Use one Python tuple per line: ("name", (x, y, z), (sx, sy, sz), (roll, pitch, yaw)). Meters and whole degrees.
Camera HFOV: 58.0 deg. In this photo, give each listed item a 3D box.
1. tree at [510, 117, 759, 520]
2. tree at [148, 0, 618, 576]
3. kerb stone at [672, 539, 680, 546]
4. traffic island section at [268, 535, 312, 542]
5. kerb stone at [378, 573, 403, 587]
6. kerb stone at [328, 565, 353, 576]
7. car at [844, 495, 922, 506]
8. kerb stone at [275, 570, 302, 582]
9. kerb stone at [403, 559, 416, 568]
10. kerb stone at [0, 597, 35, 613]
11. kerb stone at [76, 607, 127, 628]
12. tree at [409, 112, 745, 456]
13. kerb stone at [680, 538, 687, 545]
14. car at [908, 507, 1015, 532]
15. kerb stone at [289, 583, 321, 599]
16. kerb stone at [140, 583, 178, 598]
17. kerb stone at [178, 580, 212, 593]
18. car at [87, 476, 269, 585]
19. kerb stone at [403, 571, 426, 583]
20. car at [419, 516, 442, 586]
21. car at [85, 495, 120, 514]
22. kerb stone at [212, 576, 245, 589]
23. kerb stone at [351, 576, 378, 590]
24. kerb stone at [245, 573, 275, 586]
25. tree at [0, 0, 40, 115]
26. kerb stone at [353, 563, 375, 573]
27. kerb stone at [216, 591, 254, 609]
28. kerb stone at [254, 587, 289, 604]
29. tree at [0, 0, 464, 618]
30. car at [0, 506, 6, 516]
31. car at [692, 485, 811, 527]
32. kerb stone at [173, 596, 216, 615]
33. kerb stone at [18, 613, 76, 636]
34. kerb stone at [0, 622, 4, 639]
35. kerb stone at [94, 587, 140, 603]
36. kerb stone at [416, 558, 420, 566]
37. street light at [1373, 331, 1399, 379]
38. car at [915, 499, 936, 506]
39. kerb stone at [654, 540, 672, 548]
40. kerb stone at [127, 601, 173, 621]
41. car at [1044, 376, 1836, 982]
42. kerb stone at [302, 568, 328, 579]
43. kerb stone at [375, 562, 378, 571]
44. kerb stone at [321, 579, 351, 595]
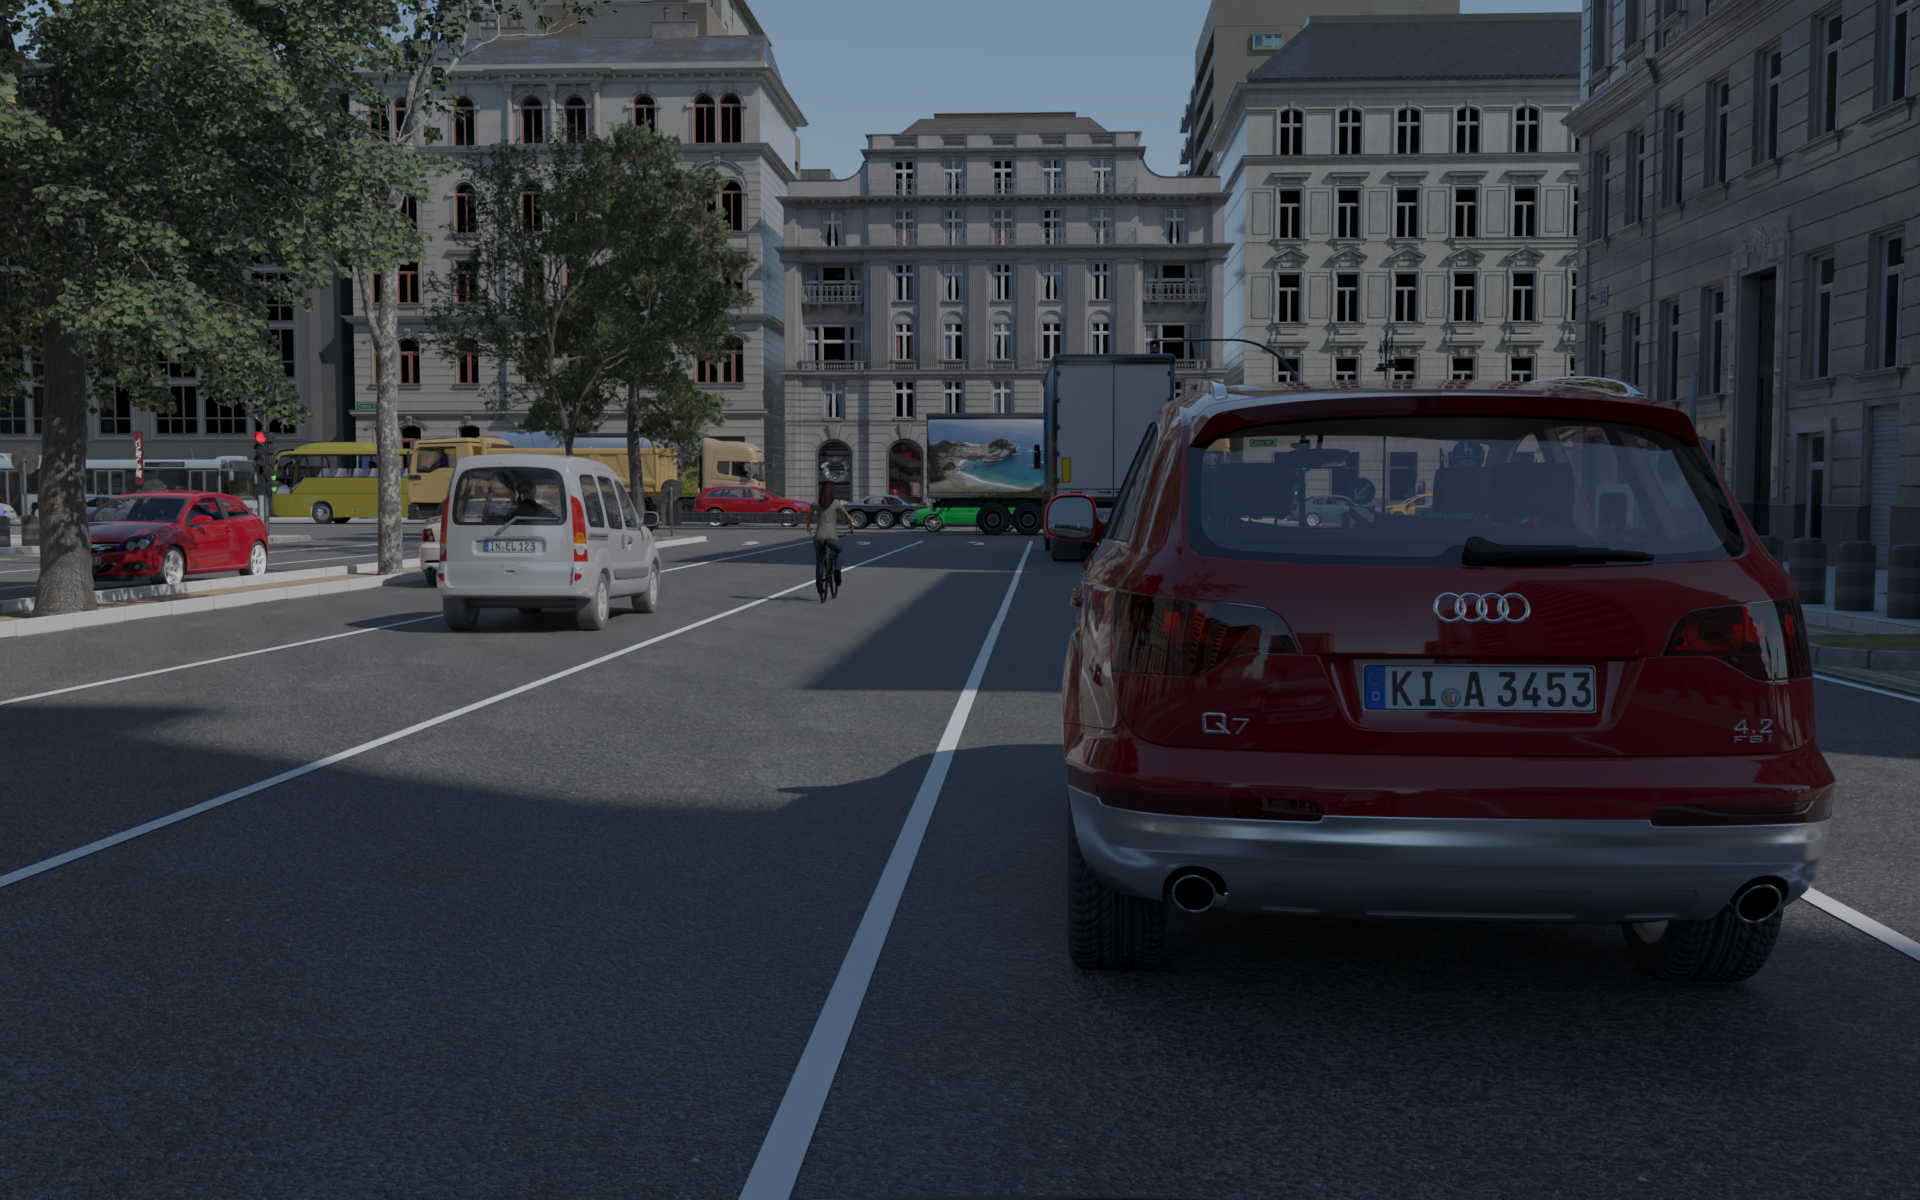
("tree", (-9.200, -7.600, 48.770), (6.751, 12.117, 7.091), (0, 3, 0))
("tree", (-11.164, -10.541, 30.693), (12.611, 20.169, 13.585), (0, 3, 0))
("kerb stone", (-7.967, -1.565, 47.786), (0.120, 0.150, 1.000), (0, 4, 3))
("traffic island section", (-20.971, -1.840, 52.372), (2.009, 0.180, 2.903), (0, 4, 3))
("kerb stone", (-9.043, -0.307, 27.209), (0.120, 0.150, 1.000), (0, 4, 3))
("kerb stone", (-10.974, -0.503, 30.422), (0.120, 0.150, 1.000), (0, 4, 3))
("car", (-3.020, -4.016, 77.658), (4.499, 1.417, 2.014), (0, 4, 2))
("kerb stone", (-11.086, -0.377, 28.365), (0.120, 0.150, 1.000), (0, 4, 3))
("kerb stone", (-10.817, -0.692, 33.504), (0.120, 0.150, 1.000), (0, 4, 3))
("kerb stone", (-11.460, 0.063, 21.164), (0.120, 0.150, 1.000), (0, 4, 3))
("kerb stone", (-9.476, 0.198, 18.965), (0.120, 0.150, 1.000), (0, 4, 3))
("tree", (-9.113, -6.374, 41.079), (8.767, 10.594, 7.601), (0, 4, 3))
("kerb stone", (-7.925, -1.628, 48.813), (0.120, 0.150, 1.000), (0, 4, 3))
("car", (0.405, -3.472, 65.564), (4.718, 1.807, 1.959), (0, 4, 3))
("kerb stone", (-9.202, -0.114, 24.116), (0.120, 0.150, 1.000), (0, 4, 3))
("kerb stone", (-11.298, -0.126, 24.250), (0.120, 0.150, 1.000), (0, 4, 3))
("kerb stone", (-11.249, -0.183, 25.278), (0.120, 0.150, 1.000), (0, 4, 3))
("car", (-12.378, -1.087, 26.806), (2.155, 1.783, 4.494), (0, 4, 3))
("kerb stone", (-8.988, -0.367, 28.235), (0.120, 0.150, 1.000), (0, 4, 3))
("car", (-7.370, -0.985, 28.468), (2.083, 1.381, 4.827), (0, 4, 1))
("car", (-30.942, -3.163, 63.721), (4.499, 1.417, 2.014), (0, 4, 3))
("kerb stone", (-11.196, -0.247, 26.308), (0.120, 0.150, 1.000), (0, 4, 3))
("kerb stone", (-9.088, -0.244, 26.182), (0.120, 0.150, 1.000), (0, 4, 3))
("kerb stone", (-11.137, -0.314, 27.334), (0.120, 0.150, 1.000), (0, 4, 3))
("tree", (-10.921, -5.490, 9.223), (9.611, 12.733, 9.660), (0, 3, 0))
("kerb stone", (-10.929, -0.562, 31.452), (0.120, 0.150, 1.000), (0, 4, 3))
("kerb stone", (-9.311, 0.012, 22.062), (0.120, 0.150, 1.000), (0, 4, 3))
("kerb stone", (-9.266, -0.054, 23.088), (0.120, 0.150, 1.000), (0, 4, 3))
("tree", (-10.259, -6.752, 19.507), (9.857, 13.997, 8.962), (0, 3, 0))
("car", (-33.995, -2.957, 57.935), (3.694, 1.707, 1.945), (0, 4, 3))
("car", (-9.073, -4.107, 75.816), (5.304, 1.827, 2.281), (0, 4, 2))
("kerb stone", (-9.366, 0.072, 21.027), (0.120, 0.150, 1.000), (0, 4, 3))
("kerb stone", (-9.526, 0.260, 17.939), (0.120, 0.150, 1.000), (0, 4, 3))
("kerb stone", (-9.587, 0.325, 16.913), (0.120, 0.150, 1.000), (0, 4, 3))
("kerb stone", (-11.354, -0.063, 23.218), (0.120, 0.150, 1.000), (0, 4, 3))
("kerb stone", (-10.763, -0.752, 34.530), (0.120, 0.150, 1.000), (0, 4, 3))
("street light", (12.055, -4.671, 49.160), (0.468, 5.910, 1.993), (0, 4, 3))
("car", (-0.856, -4.333, 80.636), (4.222, 1.686, 2.009), (0, 4, 2))
("kerb stone", (-8.024, -1.502, 46.760), (0.120, 0.150, 1.000), (0, 4, 3))
("kerb stone", (-9.426, 0.135, 19.991), (0.120, 0.150, 1.000), (0, 4, 3))
("car", (1.447, 0.121, 6.692), (2.281, 1.827, 5.304), (0, 4, 4))
("kerb stone", (-11.038, -0.439, 29.395), (0.120, 0.150, 1.000), (0, 4, 3))
("kerb stone", (-10.868, -0.628, 32.477), (0.120, 0.150, 1.000), (0, 4, 3))
("kerb stone", (-9.143, -0.180, 25.150), (0.120, 0.150, 1.000), (0, 4, 3))
